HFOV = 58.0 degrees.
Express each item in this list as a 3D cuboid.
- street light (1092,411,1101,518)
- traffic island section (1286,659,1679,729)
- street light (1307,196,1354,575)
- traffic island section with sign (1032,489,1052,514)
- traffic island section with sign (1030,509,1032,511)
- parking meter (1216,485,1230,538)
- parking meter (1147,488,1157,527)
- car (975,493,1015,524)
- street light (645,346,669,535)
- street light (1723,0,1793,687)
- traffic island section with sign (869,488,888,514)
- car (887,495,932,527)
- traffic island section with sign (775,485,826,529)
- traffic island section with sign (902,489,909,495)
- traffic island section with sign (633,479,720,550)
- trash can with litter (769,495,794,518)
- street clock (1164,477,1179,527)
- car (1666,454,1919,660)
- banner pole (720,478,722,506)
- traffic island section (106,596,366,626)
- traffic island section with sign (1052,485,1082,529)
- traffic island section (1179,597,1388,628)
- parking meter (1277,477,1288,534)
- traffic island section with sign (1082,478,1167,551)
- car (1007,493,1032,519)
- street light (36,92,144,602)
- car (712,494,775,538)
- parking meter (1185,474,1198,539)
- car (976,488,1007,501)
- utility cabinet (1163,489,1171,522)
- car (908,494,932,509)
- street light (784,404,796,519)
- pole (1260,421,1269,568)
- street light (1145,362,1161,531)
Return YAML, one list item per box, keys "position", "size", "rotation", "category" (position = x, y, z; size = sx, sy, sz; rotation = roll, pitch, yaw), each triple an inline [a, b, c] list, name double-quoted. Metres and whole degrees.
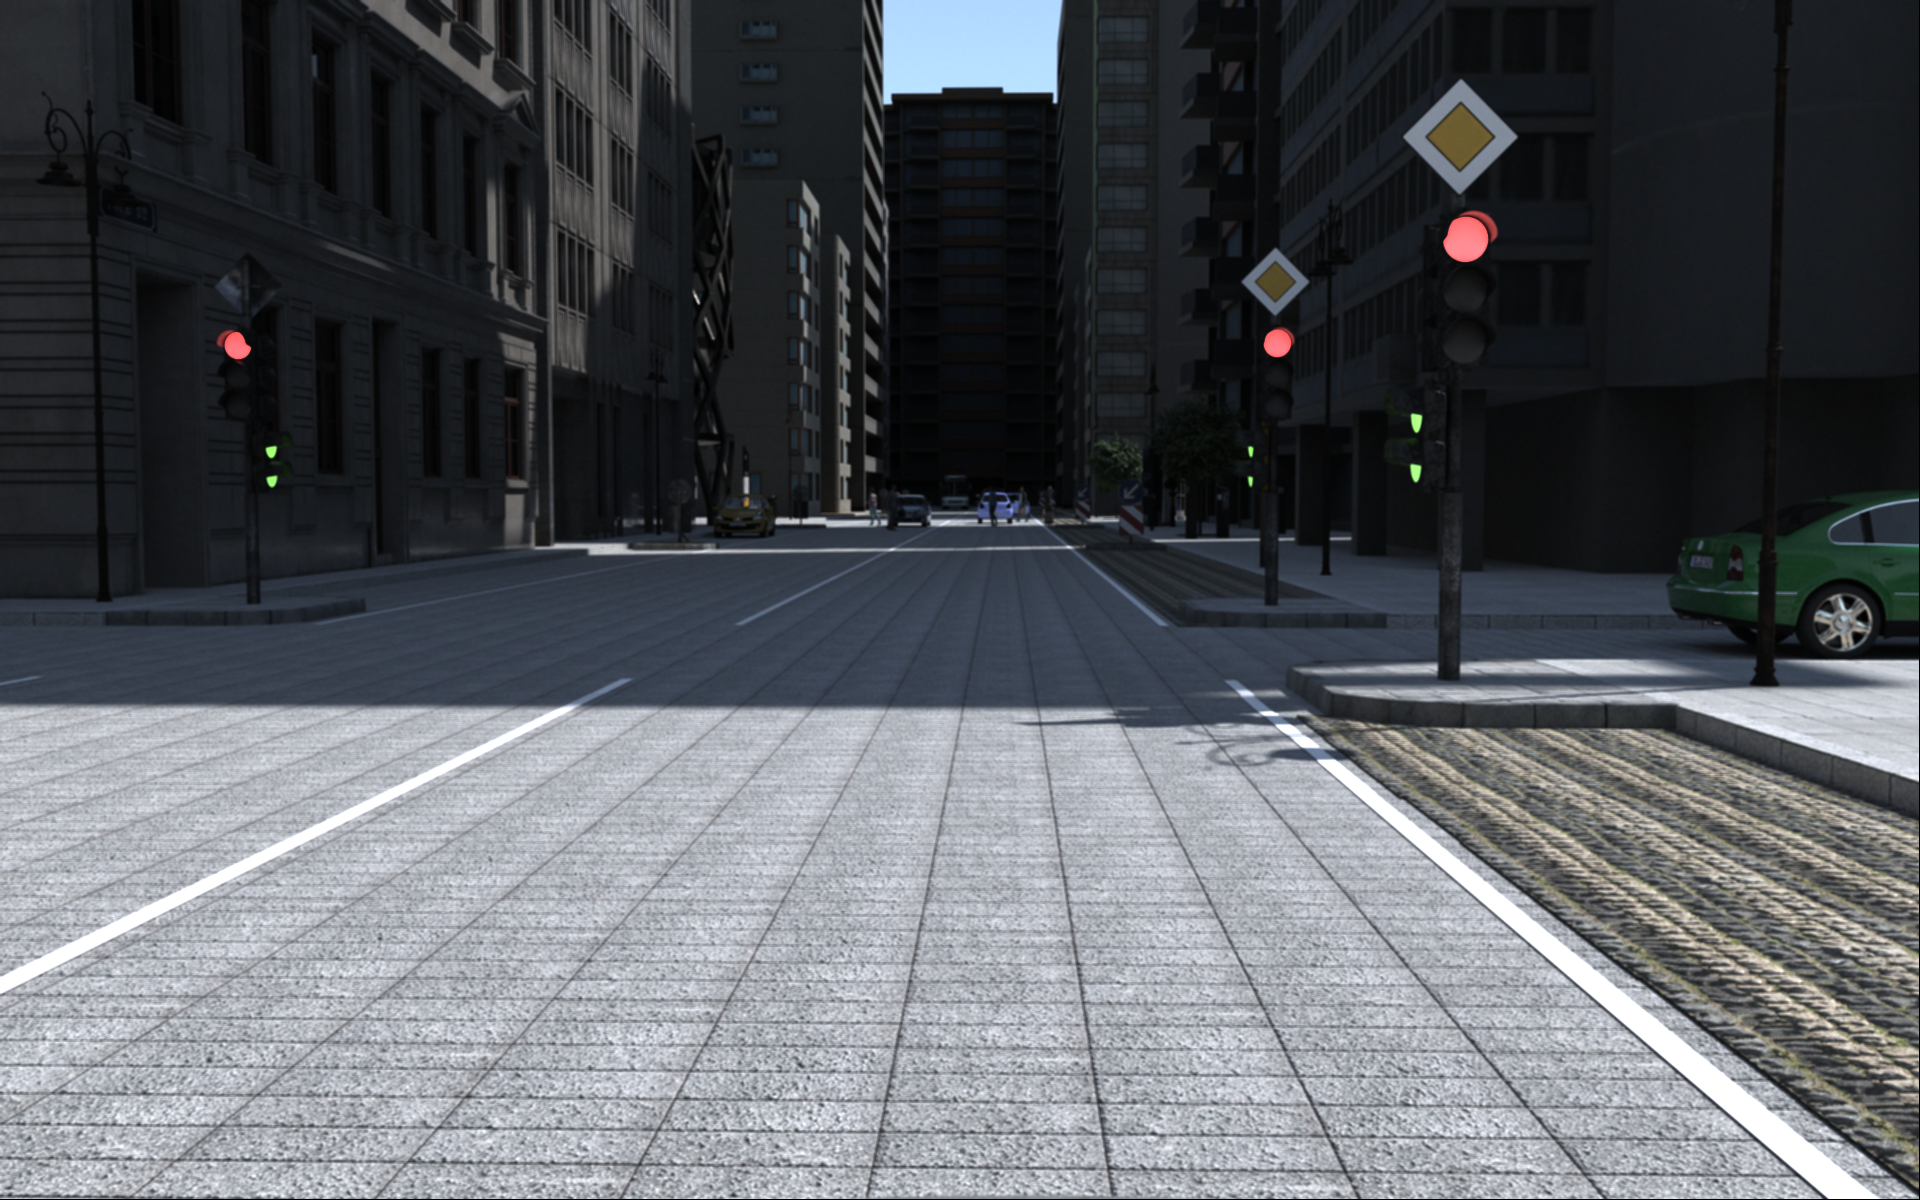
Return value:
- position: [7.456, -7.448, 94.564]
  size: [0.468, 5.910, 1.993]
  rotation: [0, 4, 1]
  category: "street light"
- position: [3.401, 0.630, 11.974]
  size: [2.009, 0.180, 2.903]
  rotation: [0, 4, 1]
  category: "traffic island section"
- position: [5.796, -3.332, 27.260]
  size: [0.468, 5.910, 1.993]
  rotation: [0, 4, 1]
  category: "street light"
- position: [6.243, -6.914, 121.677]
  size: [1.989, 1.847, 2.006]
  rotation: [0, 4, 1]
  category: "traffic island section with sign"
- position: [6.949, -8.562, 148.623]
  size: [1.989, 1.847, 2.006]
  rotation: [0, 4, 1]
  category: "traffic island section with sign"
- position: [7.719, -2.595, 50.844]
  size: [0.372, 1.533, 0.369]
  rotation: [0, 3, 0]
  category: "parking meter"
- position: [7.508, -3.620, 67.594]
  size: [0.372, 1.533, 0.369]
  rotation: [0, 3, 0]
  category: "parking meter"
- position: [1.702, -4.580, 84.467]
  size: [1.945, 1.707, 3.694]
  rotation: [0, 4, 0]
  category: "car"
- position: [-9.447, -4.975, 54.121]
  size: [0.468, 5.910, 1.993]
  rotation: [0, 4, 1]
  category: "street light"
- position: [5.399, -2.364, 11.445]
  size: [0.468, 5.910, 1.993]
  rotation: [0, 4, 1]
  category: "street light"
- position: [-5.319, -6.933, 121.985]
  size: [1.989, 1.847, 2.006]
  rotation: [0, 4, 1]
  category: "traffic island section with sign"
- position: [-2.237, -3.987, 77.187]
  size: [2.014, 1.417, 4.499]
  rotation: [0, 4, 2]
  category: "car"
- position: [-6.609, -3.884, 72.139]
  size: [1.989, 1.847, 2.006]
  rotation: [0, 4, 1]
  category: "traffic island section with sign"
- position: [-4.631, -8.581, 148.931]
  size: [1.989, 1.847, 2.006]
  rotation: [0, 4, 1]
  category: "traffic island section with sign"
- position: [-7.320, -2.225, 45.000]
  size: [1.989, 1.847, 2.006]
  rotation: [0, 4, 1]
  category: "traffic island section with sign"
- position: [-9.893, -5.037, 93.404]
  size: [2.233, 1.210, 1.678]
  rotation: [3, 4, 38]
  category: "trash can with litter"
- position: [8.309, -3.855, 67.604]
  size: [0.471, 2.002, 0.358]
  rotation: [0, 4, -6]
  category: "street clock"
- position: [8.959, -0.420, 15.657]
  size: [4.718, 1.807, 1.959]
  rotation: [0, 4, 2]
  category: "car"
- position: [-12.377, -6.098, 89.723]
  size: [0.401, 3.779, 0.863]
  rotation: [-1, 4, -10]
  category: "banner pole"
- position: [-8.280, 0.123, 20.268]
  size: [2.009, 0.180, 2.903]
  rotation: [0, 4, 1]
  category: "traffic island section"
- position: [4.960, -3.878, 72.032]
  size: [1.989, 1.847, 2.006]
  rotation: [0, 4, 1]
  category: "traffic island section with sign"
- position: [3.607, 0.142, 19.957]
  size: [2.009, 0.180, 2.903]
  rotation: [0, 4, 1]
  category: "traffic island section"
- position: [10.347, -3.063, 55.795]
  size: [0.399, 1.863, 0.255]
  rotation: [1, 4, 13]
  category: "parking meter"
- position: [4.241, -2.197, 44.547]
  size: [1.989, 1.847, 2.006]
  rotation: [0, 4, 1]
  category: "traffic island section with sign"
- position: [3.229, -5.600, 101.150]
  size: [1.945, 1.707, 3.694]
  rotation: [0, 4, 3]
  category: "car"
- position: [-10.208, -2.917, 20.482]
  size: [0.468, 5.910, 1.993]
  rotation: [0, 4, 1]
  category: "street light"
- position: [-7.179, -2.909, 57.793]
  size: [2.015, 1.641, 3.980]
  rotation: [0, 3, 0]
  category: "car"
- position: [6.614, -2.676, 49.468]
  size: [0.255, 1.863, 0.399]
  rotation: [-1, 4, -9]
  category: "parking meter"
- position: [2.161, -6.273, 111.233]
  size: [2.281, 1.827, 5.304]
  rotation: [0, 4, 0]
  category: "car"
- position: [8.515, -3.815, 71.061]
  size: [0.318, 1.500, 1.173]
  rotation: [0, 4, 5]
  category: "utility cabinet"
- position: [-2.689, -5.832, 105.139]
  size: [2.009, 1.686, 4.222]
  rotation: [0, 4, 1]
  category: "car"
- position: [-8.578, -7.019, 87.551]
  size: [0.468, 5.910, 1.993]
  rotation: [0, 4, 1]
  category: "street light"
- position: [5.325, -2.215, 30.055]
  size: [0.158, 3.312, 0.155]
  rotation: [0, 3, 0]
  category: "pole"
- position: [6.742, -5.376, 60.688]
  size: [0.468, 5.910, 1.993]
  rotation: [0, 4, 1]
  category: "street light"
